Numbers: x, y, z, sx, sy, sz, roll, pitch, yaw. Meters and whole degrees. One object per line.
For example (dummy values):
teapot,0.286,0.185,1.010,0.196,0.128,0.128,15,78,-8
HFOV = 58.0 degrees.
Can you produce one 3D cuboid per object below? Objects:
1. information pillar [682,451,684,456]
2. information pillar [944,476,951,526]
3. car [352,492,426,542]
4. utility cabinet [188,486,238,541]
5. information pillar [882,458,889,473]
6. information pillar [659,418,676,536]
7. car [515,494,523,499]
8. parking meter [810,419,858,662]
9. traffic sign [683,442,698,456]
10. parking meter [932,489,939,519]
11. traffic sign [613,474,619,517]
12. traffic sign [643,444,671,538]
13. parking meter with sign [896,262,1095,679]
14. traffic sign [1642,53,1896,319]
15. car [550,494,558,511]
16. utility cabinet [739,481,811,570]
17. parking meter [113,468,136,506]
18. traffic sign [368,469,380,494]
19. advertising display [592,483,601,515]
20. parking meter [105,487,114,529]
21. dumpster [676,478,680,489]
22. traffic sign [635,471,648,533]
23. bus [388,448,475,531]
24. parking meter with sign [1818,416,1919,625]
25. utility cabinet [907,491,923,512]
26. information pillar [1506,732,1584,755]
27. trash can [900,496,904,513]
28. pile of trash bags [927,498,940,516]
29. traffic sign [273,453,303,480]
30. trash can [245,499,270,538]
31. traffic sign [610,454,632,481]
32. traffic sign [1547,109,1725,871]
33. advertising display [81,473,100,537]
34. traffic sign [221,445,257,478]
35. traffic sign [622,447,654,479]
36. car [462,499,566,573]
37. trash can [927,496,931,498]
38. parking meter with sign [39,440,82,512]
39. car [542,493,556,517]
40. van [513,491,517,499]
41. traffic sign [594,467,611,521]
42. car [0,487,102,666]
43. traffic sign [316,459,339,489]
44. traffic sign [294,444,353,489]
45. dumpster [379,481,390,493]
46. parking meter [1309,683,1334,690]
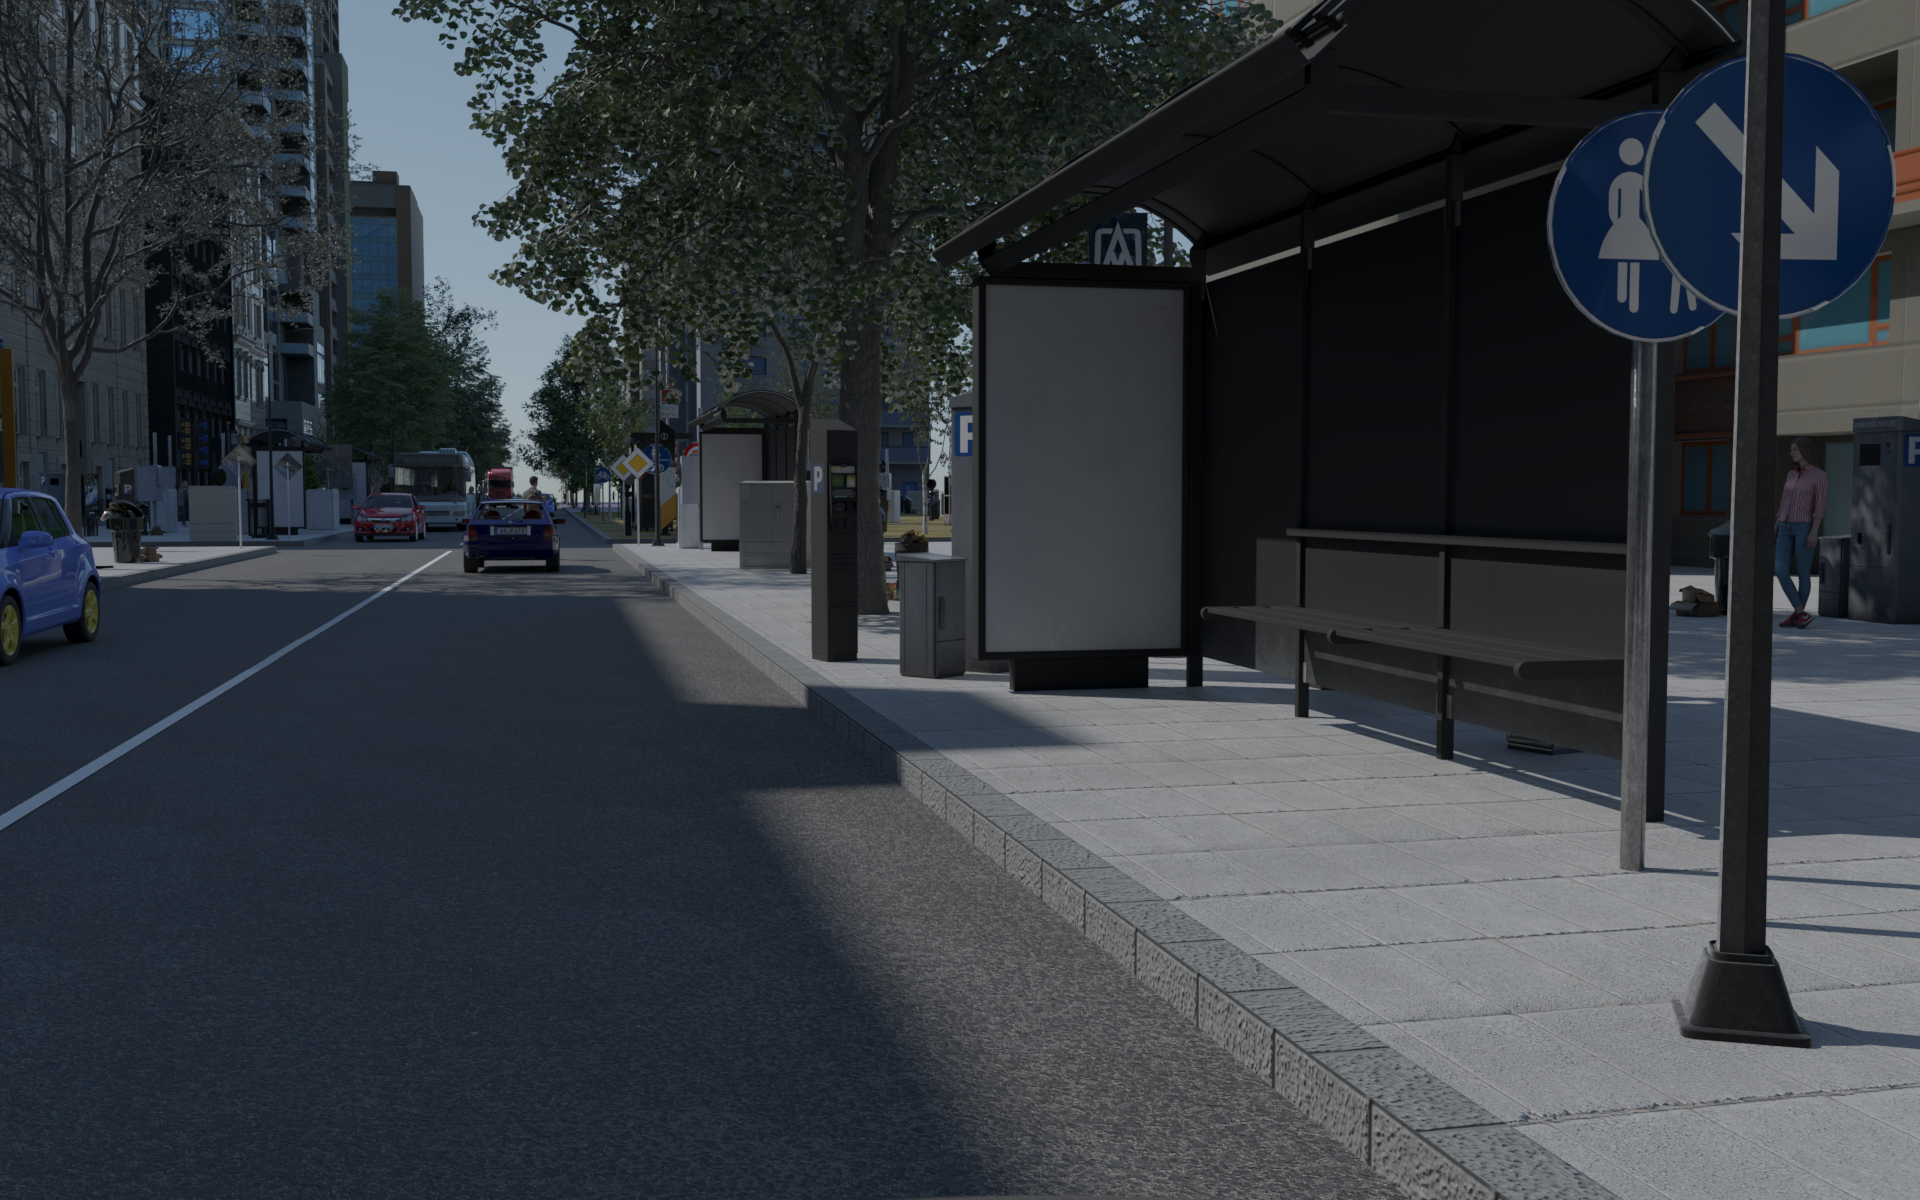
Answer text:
information pillar,-14.827,-6.263,93.759,0.504,3.616,0.183,2,4,28
information pillar,-0.454,-4.043,70.601,0.304,2.012,0.304,3,4,36
car,-17.517,-2.706,53.288,2.155,1.783,4.494,-1,4,-12
utility cabinet,-20.406,-2.364,47.333,1.173,1.500,0.318,-1,4,-16
information pillar,-4.902,-7.474,113.559,0.504,3.616,0.183,1,4,22
information pillar,-9.037,-3.800,53.483,0.504,3.616,0.183,-1,4,-13
car,-64.422,-14.815,252.012,2.009,1.686,4.222,-1,4,-12
parking meter,-0.967,-0.466,13.328,0.255,1.863,0.399,-2,4,-28
traffic sign,-6.372,-2.577,42.245,0.768,2.556,0.104,-1,4,-9
parking meter,-1.240,-4.851,87.717,0.372,1.533,0.369,0,3,0
traffic sign,-18.959,-5.871,96.101,0.768,2.556,0.104,-1,4,-12
traffic sign,-7.744,-2.696,44.179,0.768,2.556,0.104,0,4,-4
parking meter with sign,0.267,-1.002,12.642,0.543,3.016,1.738,3,5,40
traffic sign,2.338,-0.306,5.106,0.768,2.556,0.104,0,4,-6
car,-36.068,-8.694,150.947,1.959,1.807,4.718,-1,4,-13
utility cabinet,-3.109,-1.251,29.128,1.173,1.500,0.318,1,4,12
parking meter,-18.802,-2.036,38.993,0.255,1.863,0.399,3,4,36
traffic sign,-29.877,-5.378,88.032,0.768,2.556,0.104,-1,4,-12
advertising display,-22.148,-6.130,105.445,0.123,1.923,0.974,1,4,14
parking meter,-31.020,-3.358,63.315,0.372,1.533,0.369,0,3,0
dumpster,-8.379,-3.219,55.119,1.502,2.255,1.985,-1,4,-14
traffic sign,-10.746,-3.526,57.748,0.768,2.556,0.104,0,4,-6
bus,-21.124,-4.599,70.057,2.948,3.499,13.247,-1,4,-14
parking meter with sign,9.319,-1.286,17.287,0.543,3.016,1.738,-1,4,-12
utility cabinet,-3.135,-6.916,121.756,1.173,1.500,0.318,1,4,17
information pillar,2.957,-0.253,8.629,0.304,2.012,0.304,-2,4,-30
trash can,-4.025,-6.301,114.680,0.748,1.137,0.748,0,3,0
pile of trash bags,-0.471,-5.674,102.523,3.447,1.369,1.912,3,5,43
traffic sign,-18.886,-2.842,48.664,0.795,2.593,0.064,-1,4,-13
trash can,-20.421,-2.374,50.463,0.748,1.137,0.748,0,3,0
traffic sign,-9.843,-2.973,50.806,0.795,2.593,0.064,-1,4,-13
traffic sign,2.300,-0.351,5.849,0.768,2.556,0.104,-1,4,-10
advertising display,-26.377,-2.893,52.517,0.123,1.923,0.974,0,4,-3
traffic sign,-17.022,-2.368,40.899,0.795,2.593,0.064,-1,4,-13
traffic sign,-7.979,-2.499,43.041,0.795,2.593,0.064,-1,4,-13
car,-8.506,-1.249,33.006,1.945,1.354,3.894,-1,4,-13
trash can,-2.019,-6.793,122.719,0.748,1.137,0.748,0,3,0
parking meter with sign,-29.107,-3.626,55.545,0.543,3.016,1.738,2,4,32
car,-26.235,-6.035,108.267,1.945,1.707,3.694,-1,4,-13
van,-61.546,-14.048,236.694,2.013,2.044,4.112,-1,4,-15
traffic sign,-16.875,-4.999,81.847,0.768,2.556,0.104,-1,4,-11
car,-8.974,-0.354,15.371,1.945,1.707,3.694,-1,4,-12
traffic sign,-22.801,-3.815,62.483,0.768,2.556,0.104,-1,4,-12
traffic sign,-25.970,-4.698,70.690,2.265,3.308,0.079,0,4,-6
dumpster,-37.704,-6.869,114.796,1.502,2.255,1.985,-1,4,-13
parking meter,2.482,-0.349,11.419,0.399,1.863,0.255,-1,4,-20
